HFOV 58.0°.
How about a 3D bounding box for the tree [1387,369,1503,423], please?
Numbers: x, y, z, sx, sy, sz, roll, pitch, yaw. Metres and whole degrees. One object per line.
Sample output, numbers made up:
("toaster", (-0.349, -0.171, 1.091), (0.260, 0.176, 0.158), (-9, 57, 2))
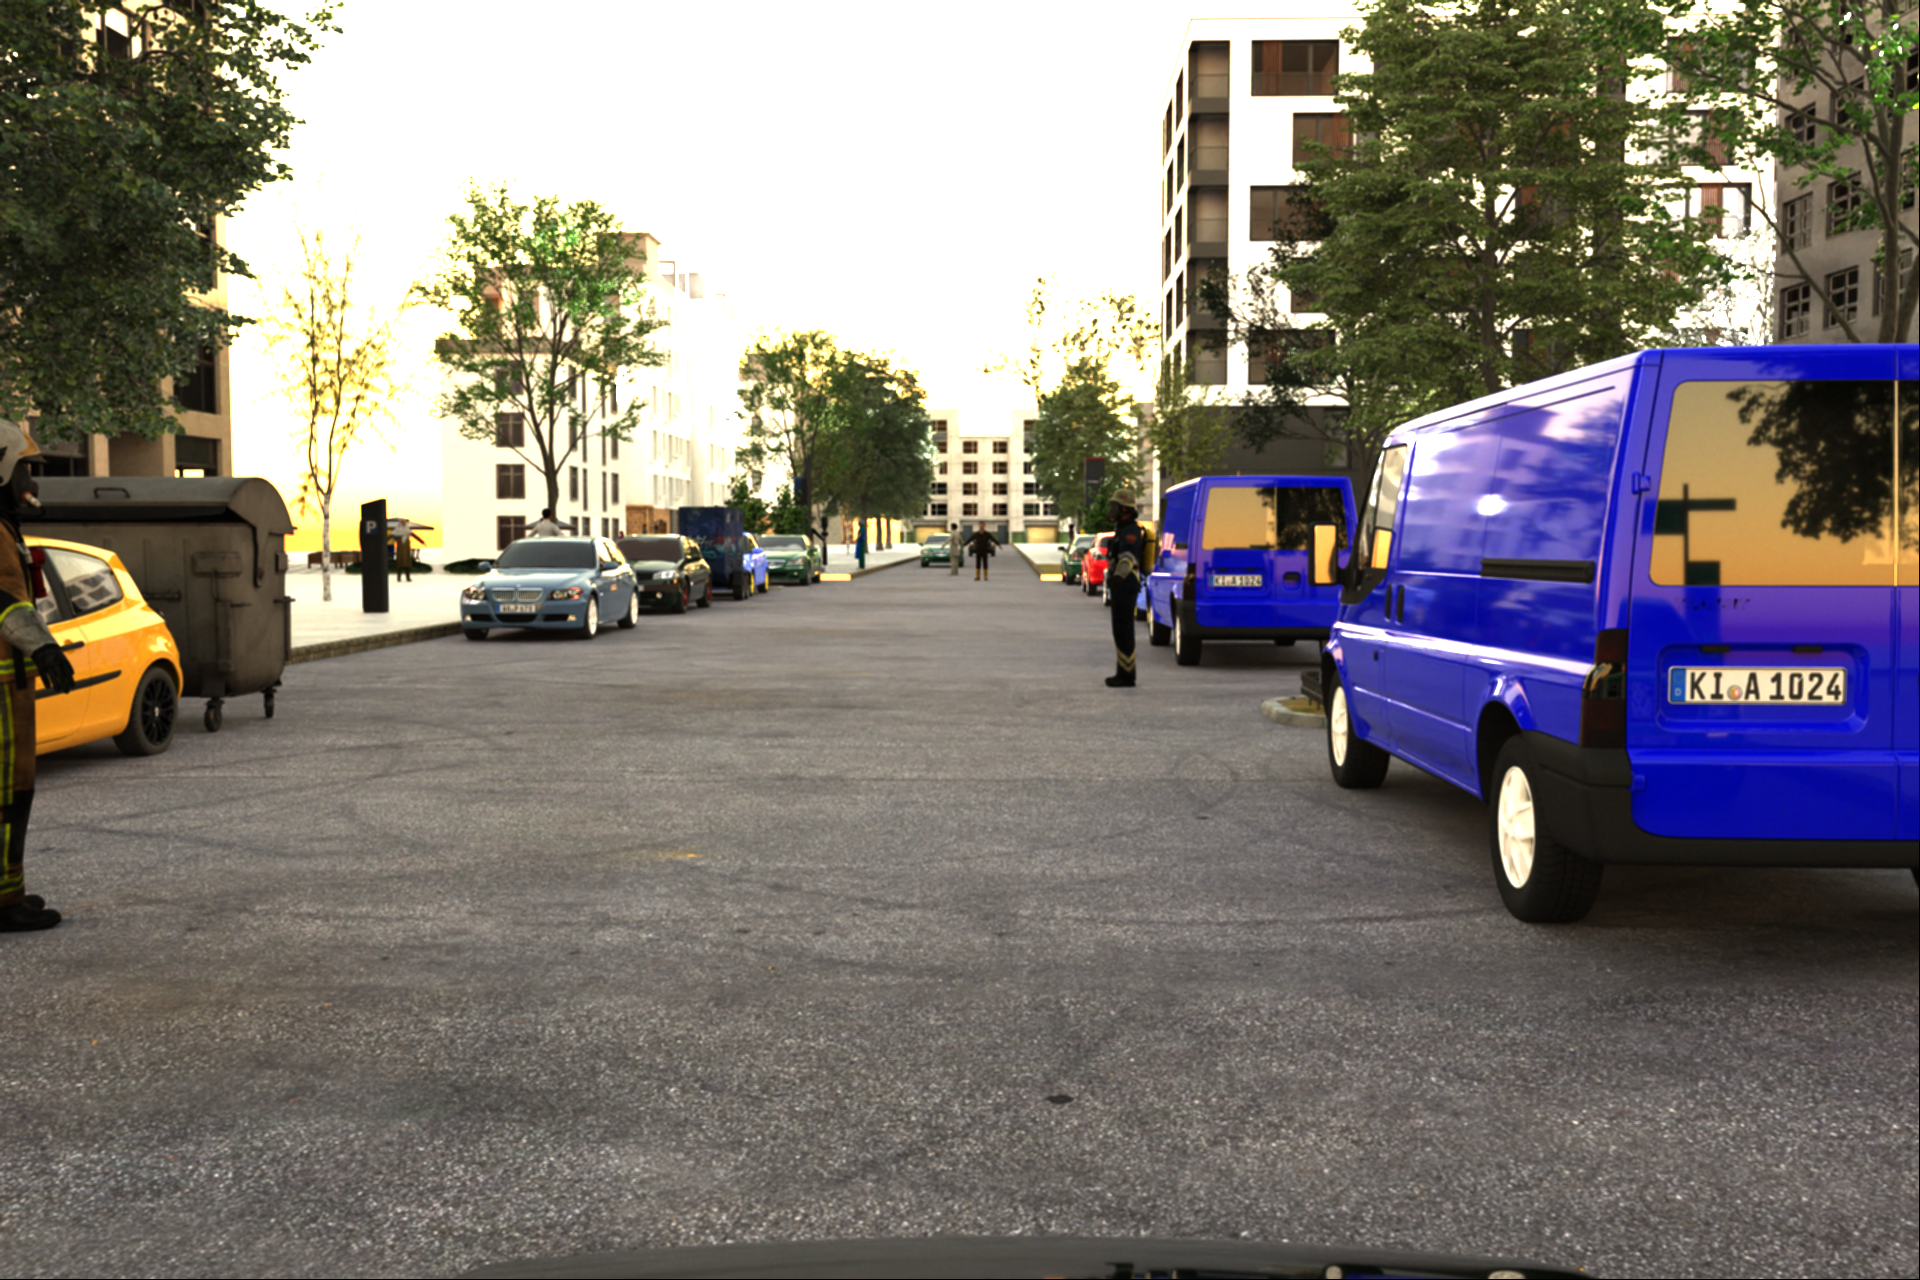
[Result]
("tree", (18.296, -7.013, 65.033), (4.737, 8.622, 4.395), (0, 3, 0))

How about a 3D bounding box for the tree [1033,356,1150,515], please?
("tree", (8.118, -11.777, 110.681), (7.486, 12.596, 7.792), (0, 3, 0))

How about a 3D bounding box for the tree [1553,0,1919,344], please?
("tree", (9.900, -5.658, 18.256), (9.928, 11.665, 9.643), (0, 3, 0))

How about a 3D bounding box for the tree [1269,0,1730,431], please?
("tree", (9.047, -6.857, 30.234), (7.486, 12.596, 7.792), (0, 3, 0))

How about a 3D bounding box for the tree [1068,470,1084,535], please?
("tree", (10.404, -12.440, 153.760), (4.737, 8.622, 4.395), (0, 3, 0))

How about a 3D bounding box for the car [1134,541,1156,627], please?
("car", (3.705, -1.098, 27.544), (1.945, 1.707, 3.694), (0, 4, 1))

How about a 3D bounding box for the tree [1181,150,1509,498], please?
("tree", (9.851, -6.587, 42.112), (8.767, 10.594, 7.601), (-3, 5, -41))

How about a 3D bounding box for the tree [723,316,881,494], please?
("tree", (-7.455, -9.577, 82.342), (9.928, 11.665, 9.643), (0, 3, 0))

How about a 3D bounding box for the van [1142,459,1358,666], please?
("van", (3.336, -0.986, 20.505), (2.240, 2.365, 5.245), (0, 3, 0))

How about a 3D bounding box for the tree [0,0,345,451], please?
("tree", (-12.358, -6.923, 19.839), (9.857, 13.997, 8.962), (0, 3, 0))

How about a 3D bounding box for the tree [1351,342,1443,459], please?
("tree", (15.720, -6.638, 58.901), (4.737, 8.622, 4.395), (0, 3, 0))

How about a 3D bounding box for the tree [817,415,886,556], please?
("tree", (-6.679, -9.308, 102.544), (4.360, 8.622, 3.978), (0, 3, 0))

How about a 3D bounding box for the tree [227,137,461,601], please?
("tree", (-12.298, -5.044, 32.838), (4.360, 8.622, 3.978), (0, 3, 0))

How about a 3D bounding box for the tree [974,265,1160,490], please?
("tree", (7.909, -16.331, 122.902), (12.611, 20.169, 13.585), (0, 3, 0))

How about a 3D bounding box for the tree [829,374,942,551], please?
("tree", (-6.275, -13.913, 134.130), (9.857, 13.997, 8.962), (0, 3, 0))

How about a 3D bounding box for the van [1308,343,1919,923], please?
("van", (3.019, -0.222, 8.013), (2.240, 2.365, 5.245), (0, 4, 1))

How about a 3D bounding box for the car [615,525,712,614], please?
("car", (-5.766, -1.386, 32.447), (2.009, 1.686, 4.222), (0, 4, 1))

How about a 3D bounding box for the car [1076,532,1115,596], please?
("car", (3.880, -1.995, 41.655), (2.155, 1.783, 4.494), (0, 4, 2))

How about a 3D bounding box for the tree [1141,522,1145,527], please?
("tree", (26.052, -18.061, 245.657), (4.737, 8.622, 4.395), (0, 3, 0))

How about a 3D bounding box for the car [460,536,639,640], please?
("car", (-5.828, -0.799, 25.072), (2.014, 1.417, 4.499), (0, 4, 1))

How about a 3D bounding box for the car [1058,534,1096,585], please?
("car", (3.917, -2.352, 50.251), (2.131, 1.459, 4.920), (0, 4, 1))

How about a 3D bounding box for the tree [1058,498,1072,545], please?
("tree", (9.978, -12.840, 160.297), (4.360, 8.622, 3.978), (0, 3, 0))

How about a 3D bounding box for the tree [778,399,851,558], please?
("tree", (-7.658, -8.786, 94.013), (4.737, 8.622, 4.395), (0, 3, 0))

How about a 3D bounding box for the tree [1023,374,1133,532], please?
("tree", (9.607, -14.070, 136.702), (9.857, 13.997, 8.962), (0, 3, 0))

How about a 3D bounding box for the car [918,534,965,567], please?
("car", (-0.754, -3.941, 76.228), (2.131, 1.459, 4.920), (0, 4, 1))

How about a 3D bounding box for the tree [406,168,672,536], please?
("tree", (-11.874, -7.596, 49.949), (9.928, 11.665, 9.643), (0, 3, 0))

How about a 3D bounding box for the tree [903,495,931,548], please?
("tree", (-4.852, -12.847, 160.414), (4.737, 8.622, 4.395), (0, 3, 0))

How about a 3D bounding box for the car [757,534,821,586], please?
("car", (-5.052, -2.309, 49.553), (2.131, 1.459, 4.920), (0, 4, 2))

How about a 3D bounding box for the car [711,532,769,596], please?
("car", (-5.563, -1.916, 40.925), (1.945, 1.707, 3.694), (0, 4, 2))

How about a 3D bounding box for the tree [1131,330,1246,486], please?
("tree", (7.991, -6.845, 62.283), (4.737, 8.622, 4.395), (0, 3, 0))

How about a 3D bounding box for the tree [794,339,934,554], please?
("tree", (-6.458, -12.691, 114.152), (9.857, 13.997, 8.962), (0, 3, 0))

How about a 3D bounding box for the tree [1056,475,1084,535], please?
("tree", (9.677, -11.952, 145.774), (4.737, 8.622, 4.395), (0, 3, 0))

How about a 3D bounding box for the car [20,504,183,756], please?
("car", (-6.069, 0.022, 9.863), (2.015, 1.641, 3.980), (0, 4, 1))

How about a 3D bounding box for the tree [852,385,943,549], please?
("tree", (-6.138, -14.708, 147.128), (9.857, 13.997, 8.962), (0, 3, 0))

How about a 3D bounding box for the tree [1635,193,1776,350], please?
("tree", (28.465, -9.265, 61.856), (12.009, 13.543, 11.850), (0, 3, 0))

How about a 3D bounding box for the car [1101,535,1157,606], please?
("car", (3.717, -1.274, 32.837), (2.014, 1.417, 4.499), (0, 4, 0))

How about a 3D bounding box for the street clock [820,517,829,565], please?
("street clock", (-5.576, -4.085, 71.354), (0.358, 2.002, 0.471), (0, 4, 2))
